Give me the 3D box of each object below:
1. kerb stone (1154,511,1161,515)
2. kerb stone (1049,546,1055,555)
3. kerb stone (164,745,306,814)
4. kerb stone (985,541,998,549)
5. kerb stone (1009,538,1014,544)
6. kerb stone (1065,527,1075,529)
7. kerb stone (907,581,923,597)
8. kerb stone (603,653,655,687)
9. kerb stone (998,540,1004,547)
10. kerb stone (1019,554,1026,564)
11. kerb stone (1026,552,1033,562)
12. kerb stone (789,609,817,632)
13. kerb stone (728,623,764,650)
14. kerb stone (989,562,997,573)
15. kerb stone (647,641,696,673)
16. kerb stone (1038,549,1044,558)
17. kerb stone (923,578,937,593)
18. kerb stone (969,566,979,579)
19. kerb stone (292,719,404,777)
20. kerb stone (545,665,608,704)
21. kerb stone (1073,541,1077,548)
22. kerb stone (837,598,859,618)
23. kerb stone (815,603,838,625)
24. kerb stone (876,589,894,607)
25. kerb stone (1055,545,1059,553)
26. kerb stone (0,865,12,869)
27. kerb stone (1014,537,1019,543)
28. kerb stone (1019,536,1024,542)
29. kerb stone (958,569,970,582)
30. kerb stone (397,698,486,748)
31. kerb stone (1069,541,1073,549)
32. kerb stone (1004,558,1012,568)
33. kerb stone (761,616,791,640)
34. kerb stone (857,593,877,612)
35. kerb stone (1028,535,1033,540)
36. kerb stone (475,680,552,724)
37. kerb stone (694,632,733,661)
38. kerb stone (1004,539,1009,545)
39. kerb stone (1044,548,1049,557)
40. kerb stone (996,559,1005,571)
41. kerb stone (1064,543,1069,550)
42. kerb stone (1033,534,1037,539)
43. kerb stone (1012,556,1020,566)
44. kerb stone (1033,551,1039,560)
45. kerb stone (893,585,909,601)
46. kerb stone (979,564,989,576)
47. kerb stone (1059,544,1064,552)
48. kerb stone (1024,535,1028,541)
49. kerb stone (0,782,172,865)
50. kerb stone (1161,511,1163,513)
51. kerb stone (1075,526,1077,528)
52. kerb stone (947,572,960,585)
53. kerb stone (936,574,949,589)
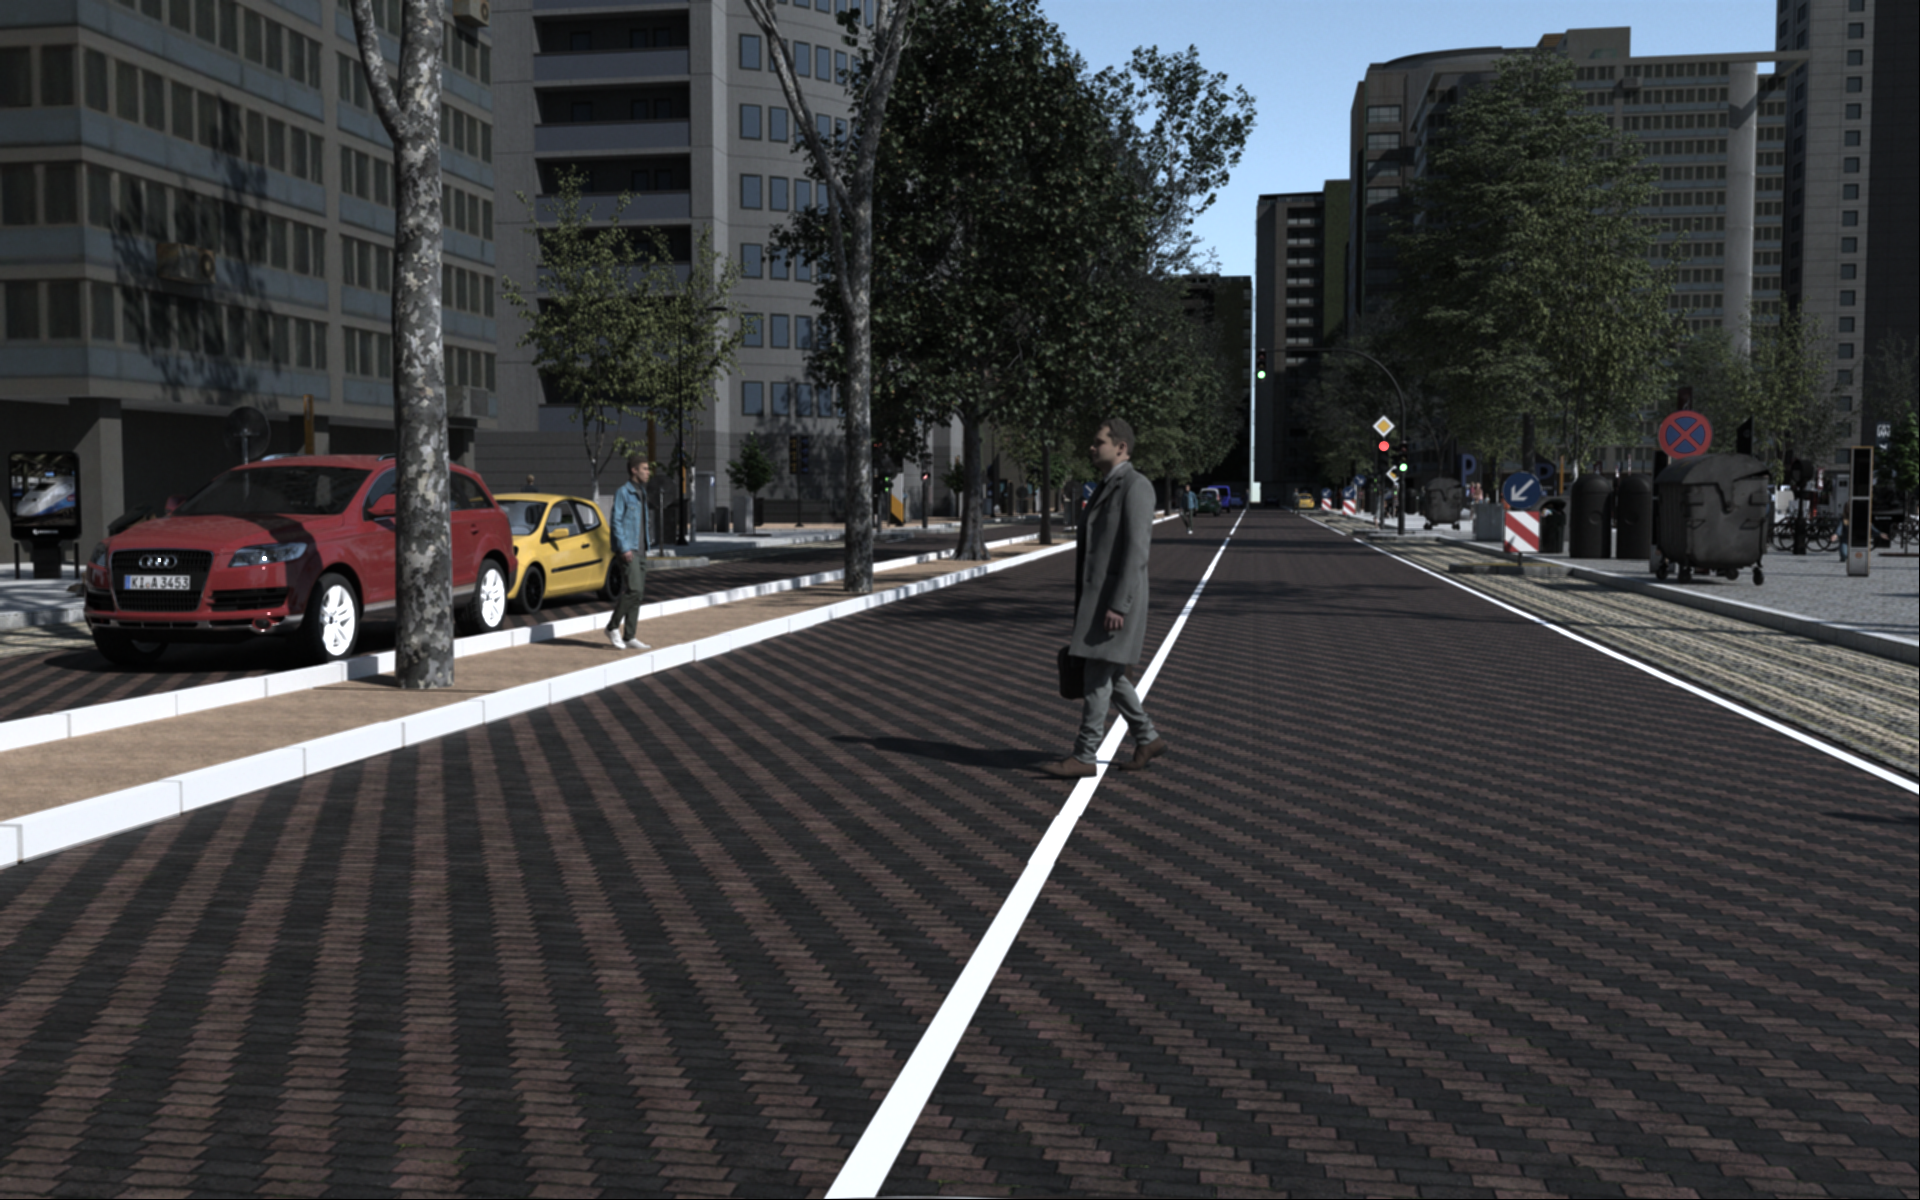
[{"bbox_3d":[14.296,-6.310,125.391,0.120,0.150,1.000,1,4,10],"label":"kerb stone"},{"bbox_3d":[2.043,-1.126,40.627,0.120,0.150,1.000,1,4,10],"label":"kerb stone"},{"bbox_3d":[-3.454,0.853,8.250,0.120,0.150,1.000,1,4,10],"label":"kerb stone"},{"bbox_3d":[0.823,-1.456,45.998,0.120,0.150,1.000,1,4,10],"label":"kerb stone"},{"bbox_3d":[1.343,-1.641,49.033,0.120,0.150,1.000,1,4,10],"label":"kerb stone"},{"bbox_3d":[4.176,-2.663,65.738,0.120,0.150,1.000,1,4,10],"label":"kerb stone"},{"bbox_3d":[-0.712,-0.137,24.433,0.120,0.150,1.000,1,4,10],"label":"kerb stone"},{"bbox_3d":[-2.595,0.547,13.305,0.120,0.150,1.000,1,4,10],"label":"kerb stone"},{"bbox_3d":[0.996,-1.515,47.011,0.120,0.150,1.000,1,4,10],"label":"kerb stone"},{"bbox_3d":[1.188,-0.818,35.562,0.120,0.150,1.000,1,4,10],"label":"kerb stone"},{"bbox_3d":[1.356,-0.878,36.570,0.120,0.150,1.000,1,4,10],"label":"kerb stone"},{"bbox_3d":[-1.730,0.234,18.367,0.120,0.150,1.000,1,4,10],"label":"kerb stone"},{"bbox_3d":[-2.074,0.357,16.352,0.120,0.150,1.000,1,4,10],"label":"kerb stone"},{"bbox_3d":[0.489,-0.565,31.515,0.120,0.150,1.000,1,4,10],"label":"kerb stone"},{"bbox_3d":[-2.423,0.482,14.321,0.120,0.150,1.000,1,4,10],"label":"kerb stone"},{"bbox_3d":[1.702,-1.003,38.599,0.120,0.150,1.000,1,4,10],"label":"kerb stone"},{"bbox_3d":[-0.532,-0.199,25.446,0.120,0.150,1.000,1,4,10],"label":"kerb stone"},{"bbox_3d":[0.151,-0.447,29.498,0.120,0.150,1.000,1,4,10],"label":"kerb stone"},{"bbox_3d":[-3.284,0.791,9.260,0.120,0.150,1.000,1,4,10],"label":"kerb stone"},{"bbox_3d":[-2.762,0.607,12.295,0.120,0.150,1.000,1,4,10],"label":"kerb stone"},{"bbox_3d":[2.907,-1.437,45.692,0.120,0.150,1.000,1,4,10],"label":"kerb stone"},{"bbox_3d":[-1.392,0.111,20.383,0.120,0.150,1.000,1,4,10],"label":"kerb stone"},{"bbox_3d":[-1.565,0.173,19.375,0.120,0.150,1.000,1,4,10],"label":"kerb stone"},{"bbox_3d":[-1.051,-0.013,22.410,0.120,0.150,1.000,1,4,10],"label":"kerb stone"},{"bbox_3d":[2.208,-1.189,41.638,0.120,0.150,1.000,1,4,10],"label":"kerb stone"},{"bbox_3d":[-3.794,0.985,6.224,0.120,0.150,1.000,1,4,10],"label":"kerb stone"},{"bbox_3d":[1.502,-1.703,50.043,0.120,0.150,1.000,1,4,10],"label":"kerb stone"},{"bbox_3d":[1.689,-1.765,51.052,0.120,0.150,1.000,1,4,10],"label":"kerb stone"},{"bbox_3d":[-0.019,-0.384,28.486,0.120,0.150,1.000,1,4,10],"label":"kerb stone"},{"bbox_3d":[-3.108,0.734,10.280,0.120,0.150,1.000,1,4,10],"label":"kerb stone"},{"bbox_3d":[2.736,-1.374,44.674,0.120,0.150,1.000,1,4,10],"label":"kerb stone"},{"bbox_3d":[0.835,-0.693,33.533,0.120,0.150,1.000,1,4,10],"label":"kerb stone"},{"bbox_3d":[-1.911,0.296,17.361,0.120,0.150,1.000,1,4,10],"label":"kerb stone"},{"bbox_3d":[-1.222,0.049,21.392,0.120,0.150,1.000,1,4,10],"label":"kerb stone"},{"bbox_3d":[2.026,-1.888,53.071,0.120,0.150,1.000,1,4,10],"label":"kerb stone"},{"bbox_3d":[-2.935,0.667,11.287,0.120,0.150,1.000,1,4,10],"label":"kerb stone"},{"bbox_3d":[-2.240,0.424,15.335,0.120,0.150,1.000,1,4,10],"label":"kerb stone"},{"bbox_3d":[1.172,-1.577,48.018,0.120,0.150,1.000,1,4,10],"label":"kerb stone"},{"bbox_3d":[1.866,-1.062,39.614,0.120,0.150,1.000,1,4,10],"label":"kerb stone"},{"bbox_3d":[0.670,-0.628,32.525,0.120,0.150,1.000,1,4,10],"label":"kerb stone"},{"bbox_3d":[2.559,-1.308,43.665,0.120,0.150,1.000,1,4,10],"label":"kerb stone"},{"bbox_3d":[2.201,-1.951,54.087,0.120,0.150,1.000,1,4,10],"label":"kerb stone"},{"bbox_3d":[1.012,-0.754,34.540,0.120,0.150,1.000,1,4,10],"label":"kerb stone"},{"bbox_3d":[1.531,-0.933,37.577,0.120,0.150,1.000,1,4,10],"label":"kerb stone"},{"bbox_3d":[-0.881,-0.070,23.418,0.120,0.150,1.000,1,4,10],"label":"kerb stone"},{"bbox_3d":[0.326,-0.506,30.506,0.120,0.150,1.000,1,4,10],"label":"kerb stone"},{"bbox_3d":[2.389,-1.251,42.650,0.120,0.150,1.000,1,4,10],"label":"kerb stone"},{"bbox_3d":[1.853,-1.825,52.061,0.120,0.150,1.000,1,4,10],"label":"kerb stone"},{"bbox_3d":[-3.623,0.916,7.242,0.120,0.150,1.000,1,4,10],"label":"kerb stone"},{"bbox_3d":[14.643,-6.436,127.416,0.120,0.150,1.000,1,4,10],"label":"kerb stone"},{"bbox_3d":[4.346,-2.725,66.755,0.120,0.150,1.000,1,4,10],"label":"kerb stone"},{"bbox_3d":[-0.186,-0.323,27.470,0.120,0.150,1.000,1,4,10],"label":"kerb stone"},{"bbox_3d":[-0.356,-0.257,26.453,0.120,0.150,1.000,1,4,10],"label":"kerb stone"}]
